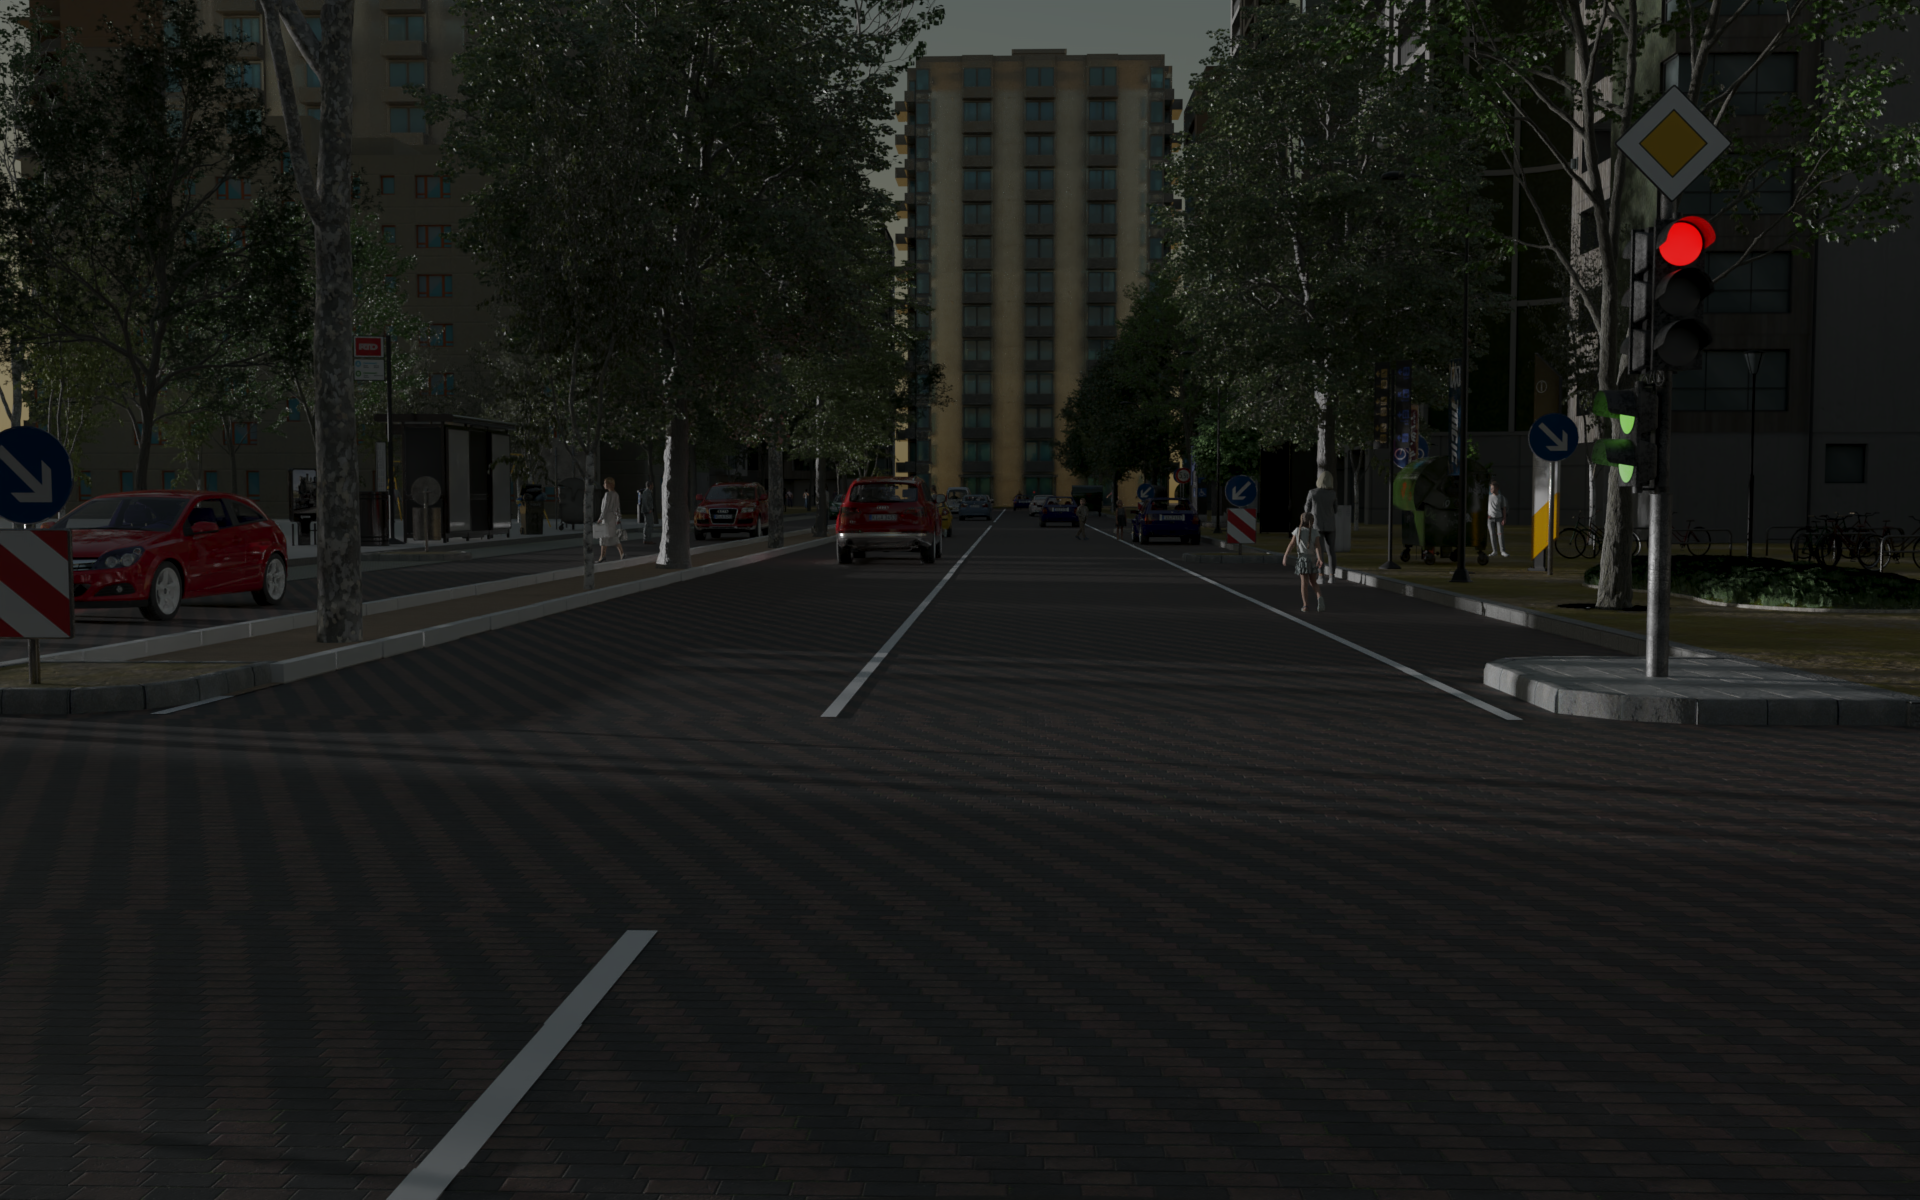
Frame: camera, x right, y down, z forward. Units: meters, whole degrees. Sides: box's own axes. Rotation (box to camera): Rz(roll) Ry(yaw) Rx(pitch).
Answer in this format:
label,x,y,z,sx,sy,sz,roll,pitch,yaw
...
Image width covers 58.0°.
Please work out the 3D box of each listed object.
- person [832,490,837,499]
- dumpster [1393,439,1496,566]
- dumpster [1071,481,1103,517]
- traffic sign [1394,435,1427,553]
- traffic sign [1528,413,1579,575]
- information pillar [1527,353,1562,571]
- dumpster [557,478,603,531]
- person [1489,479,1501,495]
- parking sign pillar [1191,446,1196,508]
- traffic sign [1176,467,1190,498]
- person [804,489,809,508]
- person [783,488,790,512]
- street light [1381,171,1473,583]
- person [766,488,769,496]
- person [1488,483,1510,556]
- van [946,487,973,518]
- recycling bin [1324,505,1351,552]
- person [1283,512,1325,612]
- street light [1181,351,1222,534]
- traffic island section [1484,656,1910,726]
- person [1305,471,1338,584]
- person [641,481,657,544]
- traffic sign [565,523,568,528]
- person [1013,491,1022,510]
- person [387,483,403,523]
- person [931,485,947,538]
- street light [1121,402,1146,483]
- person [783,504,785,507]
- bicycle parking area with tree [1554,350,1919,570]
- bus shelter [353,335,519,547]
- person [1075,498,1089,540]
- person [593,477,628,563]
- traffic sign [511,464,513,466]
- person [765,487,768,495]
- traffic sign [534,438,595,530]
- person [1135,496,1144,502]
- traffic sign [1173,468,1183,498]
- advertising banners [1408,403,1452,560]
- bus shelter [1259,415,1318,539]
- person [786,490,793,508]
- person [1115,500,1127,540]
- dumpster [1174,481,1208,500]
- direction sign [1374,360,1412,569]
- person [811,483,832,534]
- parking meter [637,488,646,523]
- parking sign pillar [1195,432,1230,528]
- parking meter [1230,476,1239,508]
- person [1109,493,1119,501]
label,x,y,z,sx,sy,sz,roll,pitch,yaw
person,-11.885,-9.652,164.768,0.541,1.710,0.530,2,4,30
dumpster,8.867,-1.791,31.783,1.502,2.255,1.985,0,4,2
dumpster,7.983,-6.353,108.821,1.985,2.255,1.502,0,4,1
traffic sign,9.226,-2.172,35.624,0.768,2.556,0.104,1,4,11
traffic sign,9.333,-1.664,27.307,0.768,2.556,0.104,1,4,8
information pillar,9.713,-2.285,28.711,0.183,3.616,0.504,-3,4,-37
dumpster,-13.468,-3.400,61.341,1.264,1.857,1.865,0,4,2
person,19.994,-3.608,64.892,0.748,1.841,0.638,-3,5,-41
parking sign pillar,9.630,-4.965,69.658,1.447,3.967,1.447,0,4,-2
traffic sign,10.692,-5.062,82.865,0.768,2.556,0.104,0,4,7
person,-13.632,-9.045,154.649,0.721,1.735,1.217,-3,4,-37
person,-12.555,-7.101,122.975,0.721,1.723,1.217,3,5,43
street light,6.756,-3.213,25.073,1.470,5.913,1.316,0,4,2
person,-15.007,-8.005,136.891,0.705,1.831,1.348,2,4,32
person,11.120,-1.662,35.812,0.503,1.515,0.523,0,4,-2
van,-0.046,-5.934,104.036,2.013,2.044,4.112,0,4,2
recycling bin,8.201,-1.585,38.464,0.722,1.027,0.722,3,5,42
person,4.197,-0.465,21.121,0.505,1.210,0.382,1,4,9
street light,7.868,-5.124,56.325,1.470,5.913,1.316,0,4,2
traffic island section,4.927,0.617,12.191,2.009,0.180,2.903,0,4,2
person,5.791,-1.169,27.803,0.537,1.800,0.526,0,4,4
person,-8.912,-2.502,49.513,0.391,1.810,0.635,-1,4,-17
traffic sign,-14.936,-4.009,65.657,0.768,2.556,0.104,0,4,7
person,5.407,-9.104,157.877,1.217,1.766,0.721,-1,4,-9
person,-24.938,-4.276,76.227,0.678,1.792,0.850,-3,4,-38
person,-0.815,-2.864,56.084,0.760,1.731,0.466,-1,4,-19
street light,8.774,-7.009,87.137,1.470,5.913,1.316,0,4,2
person,-9.616,-4.856,91.116,0.991,1.433,0.599,-3,5,-42
bicycle parking area with tree,16.509,-2.761,32.147,9.016,4.147,8.231,0,4,-5
bus shelter,-14.173,-4.215,46.551,2.179,5.291,8.768,0,4,2
person,3.843,-2.530,54.138,0.640,1.303,0.475,3,5,44
person,-7.254,-1.659,35.982,0.624,1.780,0.694,2,4,31
traffic sign,-14.165,-3.280,53.353,0.795,2.593,0.064,0,4,5
person,-15.691,-8.188,139.553,0.705,1.869,1.348,3,5,43
traffic sign,-14.254,-4.194,62.443,2.265,3.308,0.079,0,4,6
person,12.236,-6.641,115.151,1.217,1.766,0.721,0,4,-1
traffic sign,10.740,-5.146,84.250,0.768,2.556,0.104,0,4,5
advertising banners,9.257,-2.319,34.111,0.090,3.025,2.074,3,5,43
bus shelter,10.110,-3.775,52.996,1.731,3.624,6.357,0,4,2
person,-16.127,-9.587,163.728,0.756,1.711,0.436,1,4,18
person,5.020,-2.492,53.919,0.362,1.253,0.373,-1,4,-10
dumpster,11.506,-5.124,86.269,1.502,2.255,1.985,0,4,2
direction sign,7.380,-2.301,29.613,0.379,3.537,0.876,-2,4,-29
person,-4.948,-3.279,61.959,0.661,1.843,0.795,3,5,42
parking meter,-14.103,-4.179,76.745,0.372,1.533,0.369,0,3,0
parking sign pillar,10.040,-4.762,66.329,1.447,3.967,1.447,2,4,25
parking meter,8.897,-3.069,55.896,0.255,1.863,0.399,2,4,34
person,13.466,-8.911,152.461,1.217,1.743,0.721,-1,4,-22
